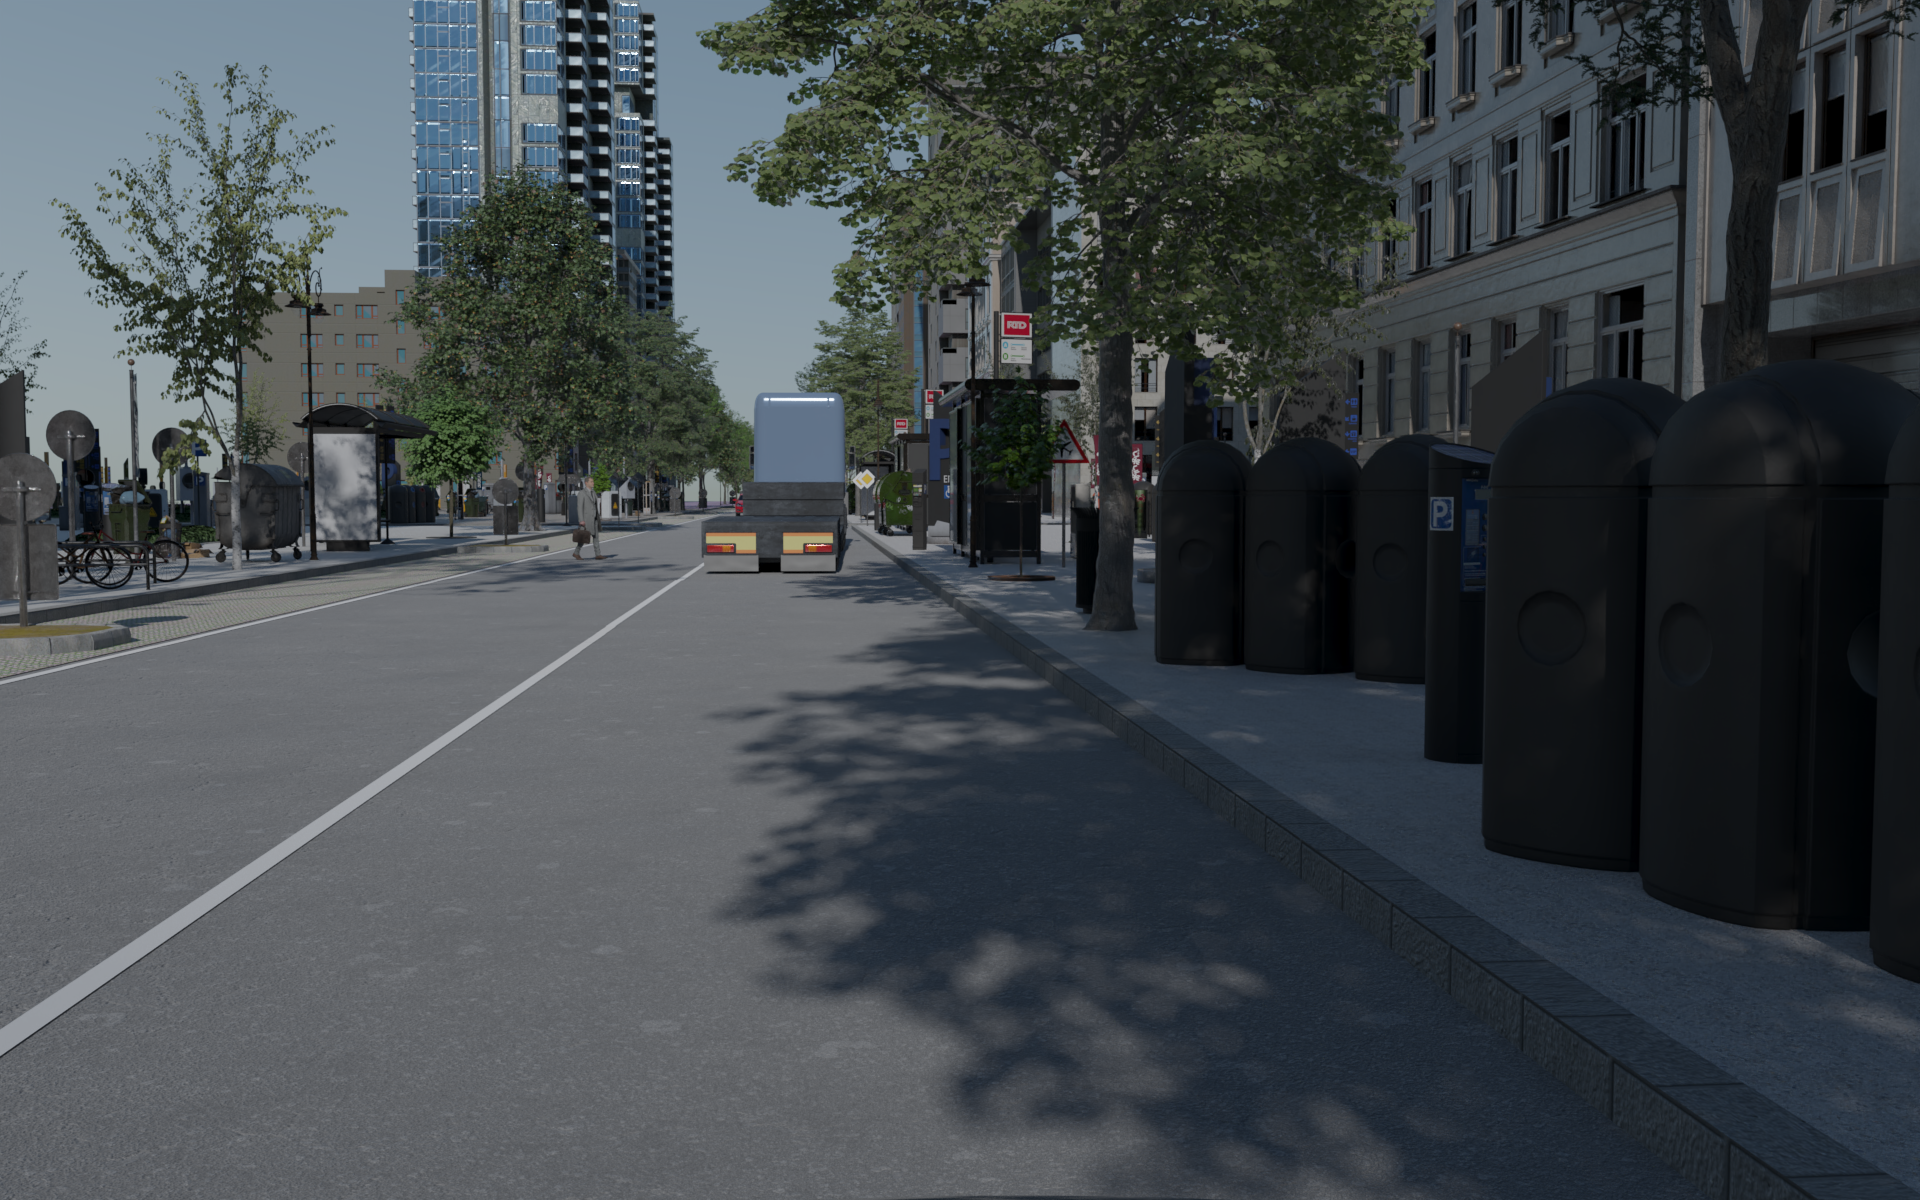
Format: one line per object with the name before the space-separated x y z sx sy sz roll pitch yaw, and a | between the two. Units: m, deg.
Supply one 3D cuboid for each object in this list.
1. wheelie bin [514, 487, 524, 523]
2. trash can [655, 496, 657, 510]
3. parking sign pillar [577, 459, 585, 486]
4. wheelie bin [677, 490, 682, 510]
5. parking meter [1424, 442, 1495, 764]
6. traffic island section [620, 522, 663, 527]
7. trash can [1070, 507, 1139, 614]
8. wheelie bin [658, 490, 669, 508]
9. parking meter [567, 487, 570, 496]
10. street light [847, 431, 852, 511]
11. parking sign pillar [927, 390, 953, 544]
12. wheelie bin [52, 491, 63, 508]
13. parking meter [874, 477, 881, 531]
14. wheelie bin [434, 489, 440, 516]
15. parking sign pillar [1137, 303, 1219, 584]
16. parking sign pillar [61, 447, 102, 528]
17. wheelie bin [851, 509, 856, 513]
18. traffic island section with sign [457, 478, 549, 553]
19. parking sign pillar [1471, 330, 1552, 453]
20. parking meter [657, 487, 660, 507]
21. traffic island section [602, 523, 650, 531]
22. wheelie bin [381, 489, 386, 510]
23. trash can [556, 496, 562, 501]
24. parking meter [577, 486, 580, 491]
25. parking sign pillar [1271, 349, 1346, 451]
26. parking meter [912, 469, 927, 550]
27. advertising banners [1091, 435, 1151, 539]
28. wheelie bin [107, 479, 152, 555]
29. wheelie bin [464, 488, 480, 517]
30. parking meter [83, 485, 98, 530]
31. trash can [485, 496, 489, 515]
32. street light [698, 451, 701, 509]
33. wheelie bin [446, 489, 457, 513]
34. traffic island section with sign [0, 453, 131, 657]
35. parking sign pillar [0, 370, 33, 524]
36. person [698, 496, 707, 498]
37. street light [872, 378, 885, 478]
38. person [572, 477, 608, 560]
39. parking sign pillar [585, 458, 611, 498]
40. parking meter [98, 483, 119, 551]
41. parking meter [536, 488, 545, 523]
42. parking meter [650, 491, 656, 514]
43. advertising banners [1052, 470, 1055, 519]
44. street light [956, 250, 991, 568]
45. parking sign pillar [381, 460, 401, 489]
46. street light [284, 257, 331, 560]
wheelie bin | -19.657 -4.298 78.179 0.980 1.594 0.693 -2 4 -27
trash can | -20.545 -6.344 115.373 0.748 1.137 0.748 0 3 0
parking sign pillar | -29.501 -8.991 135.474 1.447 3.967 1.447 1 4 9
wheelie bin | -21.903 -7.789 135.264 0.693 1.594 0.980 0 4 3
parking meter | 2.443 0.003 8.357 0.372 1.533 0.369 0 3 0
traffic island section | -14.262 -3.329 76.707 2.009 0.180 2.903 0 4 -5
trash can | 1.554 -0.430 18.683 0.748 1.137 0.748 0 3 0
wheelie bin | -24.778 -8.373 144.808 0.980 1.594 0.693 -1 4 -11
parking meter | -32.314 -8.369 142.544 0.399 1.863 0.255 3 5 45
street light | -7.162 -8.554 112.641 0.468 5.910 1.993 0 4 -5
parking sign pillar | -0.167 -3.439 44.694 1.447 3.967 1.447 2 4 29
wheelie bin | -62.635 -6.869 120.216 0.693 1.594 0.980 -1 4 -13
parking meter | -2.804 -3.371 60.820 0.399 1.863 0.255 -1 4 -14
wheelie bin | -30.557 -5.634 100.031 0.693 1.594 0.980 3 5 40
parking sign pillar | 3.306 -2.244 25.158 1.447 3.967 1.447 0 4 -5
parking sign pillar | -33.564 -4.754 66.193 1.447 3.967 1.447 -1 4 -13
wheelie bin | -7.243 -6.577 115.439 0.980 1.594 0.693 -1 4 -18
traffic island section with sign | -11.269 -2.095 42.876 1.989 1.847 2.006 0 4 -5
parking sign pillar | 9.253 -2.483 29.067 1.447 3.967 1.447 -3 5 -43
parking meter | -25.722 -8.709 148.096 0.255 1.863 0.399 0 4 1
traffic island section | -13.558 -2.842 68.752 2.009 0.180 2.903 0 4 -5
wheelie bin | -33.912 -5.713 101.323 0.980 1.594 0.693 -3 4 -37
trash can | -28.656 -6.827 123.276 0.748 1.137 0.748 0 3 0
parking meter | -28.930 -7.708 131.743 0.399 1.863 0.255 -3 5 -45
parking sign pillar | 6.458 -2.672 32.163 1.447 3.967 1.447 -1 4 -12
parking meter | -0.926 -2.079 39.711 0.255 1.863 0.399 1 4 15
advertising banners | 4.685 -3.313 50.354 2.074 3.025 0.090 3 5 43
wheelie bin | -17.699 -1.774 36.918 0.980 1.594 0.693 2 4 30
wheelie bin | -26.815 -5.339 95.203 0.693 1.594 0.980 2 4 29
parking meter | -23.250 -2.323 46.391 0.372 1.533 0.369 0 3 0
trash can | -29.157 -5.761 105.852 0.748 1.137 0.748 0 3 0
street light | -23.022 -11.026 153.067 0.468 5.910 1.993 0 4 -5
wheelie bin | -33.804 -6.569 115.304 0.693 1.594 0.980 0 4 1
traffic island section with sign | -8.900 -0.452 16.025 1.989 1.847 2.006 0 4 -5
parking sign pillar | -20.961 -3.007 37.632 1.447 3.967 1.447 -1 4 -15
person | -34.062 -13.451 229.152 1.217 1.736 0.721 -1 4 -9
street light | -3.266 -5.895 69.177 0.468 5.910 1.993 0 4 -5
person | -8.045 -1.775 37.620 0.767 1.812 0.694 2 4 24
parking sign pillar | -25.856 -8.345 124.910 1.447 3.967 1.447 0 4 8
parking meter | -19.265 -1.890 39.316 0.372 1.533 0.369 0 3 0
parking meter | -18.836 -4.247 77.849 0.372 1.533 0.369 0 3 0
parking meter | -19.714 -6.212 109.970 0.372 1.533 0.369 0 3 0
advertising banners | 4.804 -5.675 88.968 0.090 3.025 2.074 0 3 0
street light | 0.229 -3.506 30.114 0.468 5.910 1.993 0 4 -5
parking sign pillar | -35.504 -7.318 108.118 1.447 3.967 1.447 2 4 31
street light | -12.552 -3.712 33.480 0.468 5.910 1.993 0 4 -5
